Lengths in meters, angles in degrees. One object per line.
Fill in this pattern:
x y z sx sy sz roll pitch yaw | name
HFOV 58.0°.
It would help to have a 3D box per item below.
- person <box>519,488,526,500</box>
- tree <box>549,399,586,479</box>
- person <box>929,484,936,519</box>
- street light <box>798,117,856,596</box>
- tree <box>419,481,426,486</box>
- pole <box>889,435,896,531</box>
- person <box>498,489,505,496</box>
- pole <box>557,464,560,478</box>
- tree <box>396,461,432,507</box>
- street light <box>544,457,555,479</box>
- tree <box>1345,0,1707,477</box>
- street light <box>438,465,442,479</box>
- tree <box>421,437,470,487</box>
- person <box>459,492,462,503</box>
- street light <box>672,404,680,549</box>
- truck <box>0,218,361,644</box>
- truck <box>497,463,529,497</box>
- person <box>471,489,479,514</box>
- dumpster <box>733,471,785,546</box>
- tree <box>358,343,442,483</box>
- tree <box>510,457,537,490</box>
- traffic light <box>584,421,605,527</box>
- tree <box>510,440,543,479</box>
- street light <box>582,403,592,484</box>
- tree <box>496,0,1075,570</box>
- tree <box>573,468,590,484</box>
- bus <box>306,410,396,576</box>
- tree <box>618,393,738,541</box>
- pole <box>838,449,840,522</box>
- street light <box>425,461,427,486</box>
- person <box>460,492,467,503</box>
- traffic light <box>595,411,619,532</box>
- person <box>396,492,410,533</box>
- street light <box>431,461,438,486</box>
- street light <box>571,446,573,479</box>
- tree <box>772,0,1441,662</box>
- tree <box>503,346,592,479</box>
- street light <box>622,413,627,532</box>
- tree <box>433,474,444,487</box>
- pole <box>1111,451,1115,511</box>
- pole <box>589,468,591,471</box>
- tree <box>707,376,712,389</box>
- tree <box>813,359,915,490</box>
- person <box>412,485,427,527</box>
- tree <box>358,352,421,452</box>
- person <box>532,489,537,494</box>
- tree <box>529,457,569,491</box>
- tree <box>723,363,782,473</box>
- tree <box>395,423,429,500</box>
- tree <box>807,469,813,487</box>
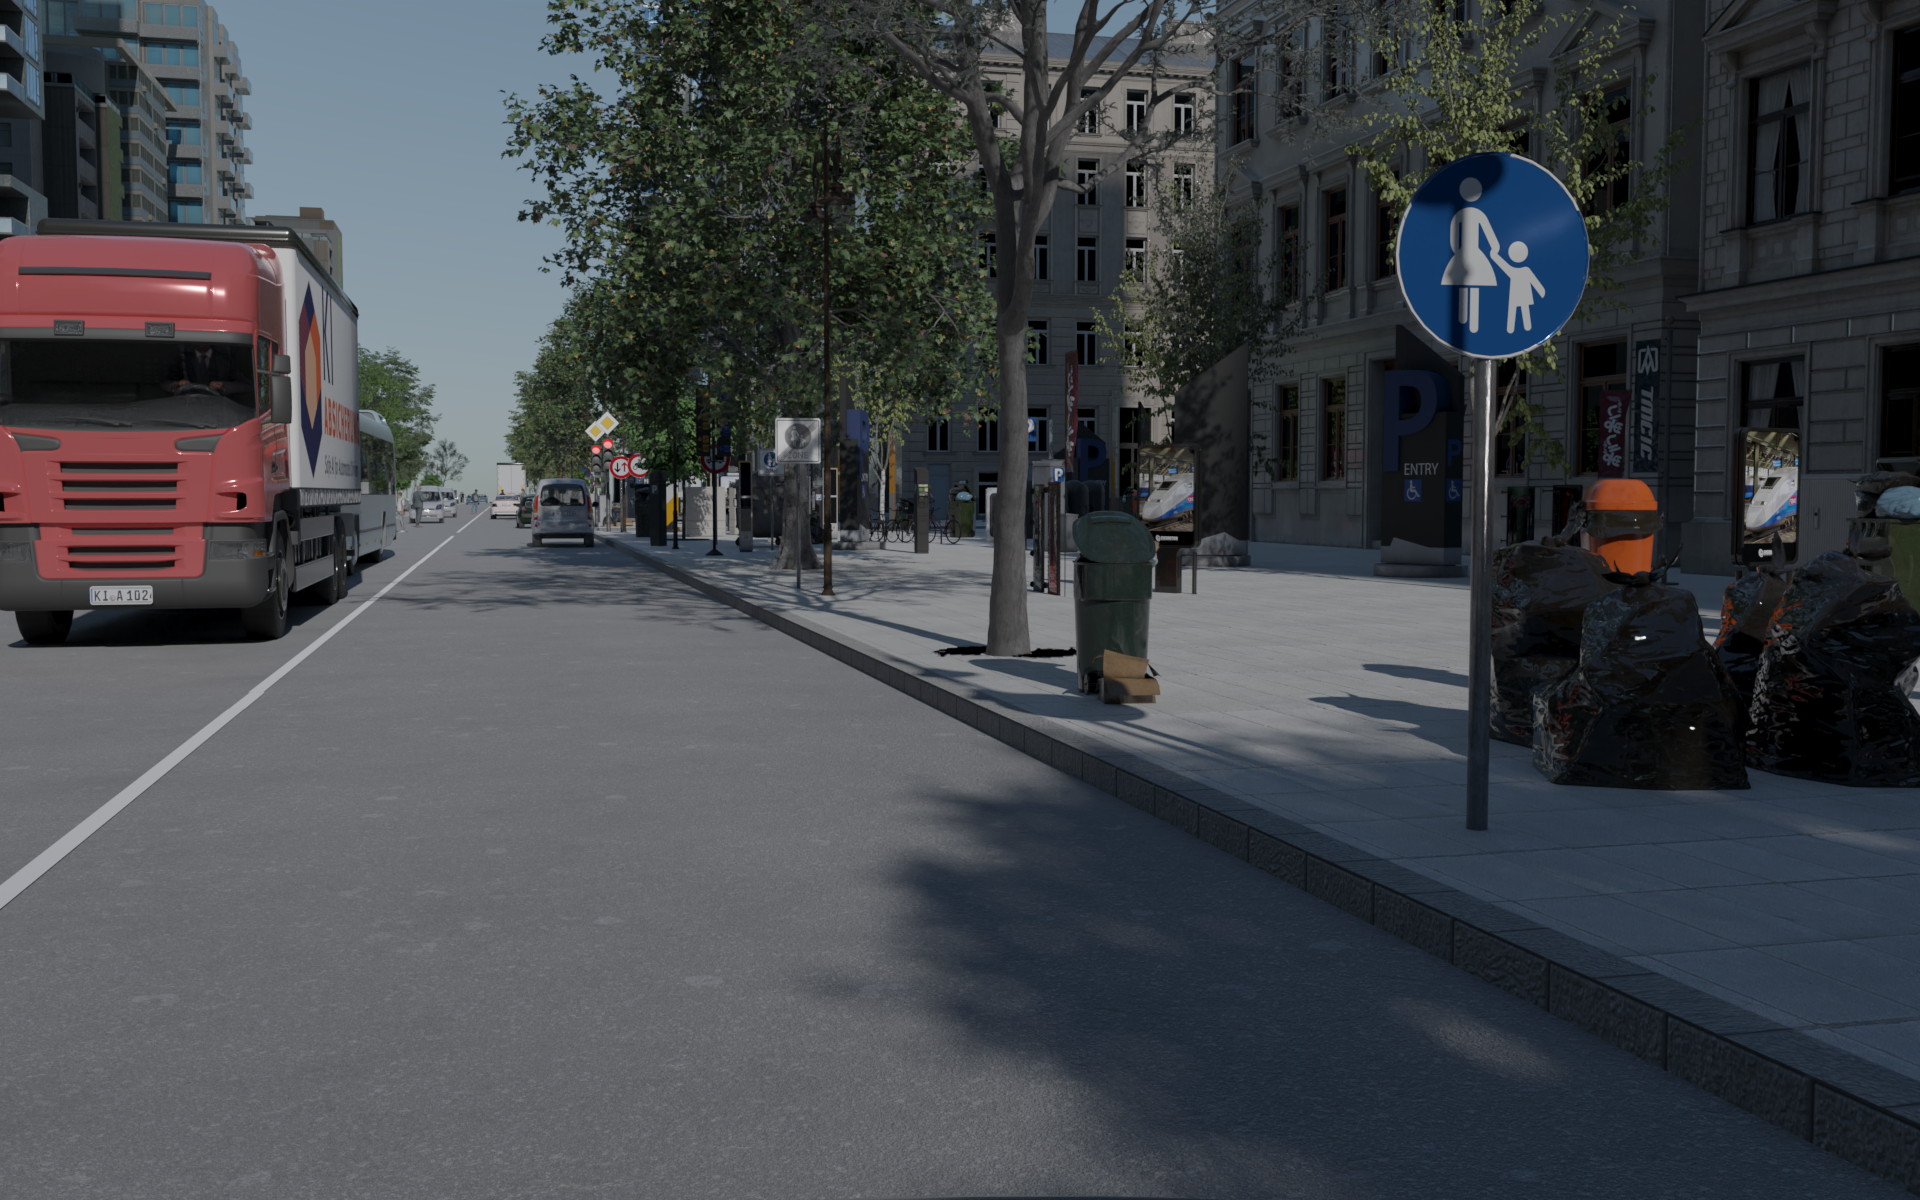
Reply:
-27.669 -6.139 109.145 0.573 1.790 0.520 1 4 17 | person
-24.991 -9.833 111.132 4.360 8.622 3.978 0 3 0 | tree
-1.078 -3.428 64.732 0.526 1.800 0.537 3 5 40 | person
-1.673 -2.995 21.759 0.468 5.910 1.993 -1 4 -15 | street light
-71.866 -14.469 231.174 1.663 3.219 1.824 0 3 0 | tree
-2.334 -4.033 59.790 0.158 3.312 0.155 0 3 0 | pole
-38.631 -8.434 146.362 0.705 1.831 1.348 3 5 43 | person
-26.460 -7.365 114.253 0.158 3.312 0.155 0 3 0 | pole
-55.261 -11.404 170.169 4.285 4.588 4.351 0 3 0 | tree
-37.046 -11.215 156.149 0.468 5.910 1.993 -1 4 -15 | street light
7.089 -4.425 22.712 4.737 8.622 4.395 0 3 0 | tree
-77.045 -17.290 255.472 0.468 5.910 1.993 -1 4 -15 | street light
-84.668 -21.334 283.217 8.767 10.594 7.601 -2 4 -30 | tree
-83.283 -17.170 289.219 1.348 1.826 0.705 3 4 37 | person
-6.628 -4.122 40.185 0.468 5.910 1.993 -1 4 -15 | street light
-8.713 -1.909 20.121 2.839 4.237 11.283 -1 4 -15 | truck
-41.280 -10.446 159.697 2.839 4.237 11.283 -1 4 -13 | truck
-34.633 -7.026 123.726 0.623 1.781 0.721 0 4 -2 | person
-4.799 -2.229 42.206 1.264 1.857 1.865 -1 4 -15 | dumpster
-49.308 -14.712 147.199 9.857 13.997 8.962 0 3 0 | tree
-69.525 -21.867 283.286 9.928 11.665 9.643 0 3 0 | tree
-14.015 -4.751 66.604 0.839 4.253 0.868 -1 4 -15 | traffic light
-49.660 -16.614 206.049 8.767 10.594 7.601 0 4 0 | tree
-17.688 -6.689 82.148 0.468 5.910 1.993 -1 4 -15 | street light
-2.876 -6.878 29.457 9.611 12.733 9.660 0 3 0 | tree
-25.373 -7.454 116.480 1.663 3.219 1.824 0 3 0 | tree
-12.513 -2.319 32.777 2.948 3.499 13.247 -1 4 -14 | bus
-7.773 -3.940 48.126 4.285 4.588 4.351 0 3 0 | tree
-5.424 -5.167 78.323 0.158 3.312 0.155 0 3 0 | pole
-67.242 -15.008 218.165 0.468 5.910 1.993 -1 4 -15 | street light
-81.181 -16.784 282.933 1.348 1.822 0.705 -3 5 -43 | person
-11.990 -4.279 58.879 0.839 4.253 0.868 -1 4 -15 | traffic light
-20.738 -3.255 64.322 0.503 1.515 0.523 1 4 20 | person
-72.067 -16.137 236.632 0.468 5.910 1.993 -1 4 -15 | street light
-22.610 -7.834 100.881 0.468 5.910 1.993 -1 4 -15 | street light
0.466 -6.296 13.302 12.009 13.543 11.850 0 3 0 | tree
-31.020 -13.125 132.728 7.486 12.596 7.792 0 3 0 | tree
-11.396 -5.252 58.660 0.468 5.910 1.993 -1 4 -15 | street light
-74.962 -16.020 245.635 4.285 4.588 4.351 0 3 0 | tree
7.221 -5.375 81.718 0.158 3.312 0.155 0 3 0 | pole
-27.641 -8.298 129.511 0.158 3.312 0.155 0 3 0 | pole
-13.681 -9.143 99.847 4.737 8.622 4.395 0 3 0 | tree
-3.459 -7.426 71.780 4.360 8.622 3.978 0 3 0 | tree
-23.285 -4.038 74.694 0.661 1.801 0.590 2 4 30 | person
-44.184 -12.395 128.419 9.928 11.665 9.643 0 3 0 | tree
-27.604 -6.341 112.448 0.793 1.790 0.793 2 4 31 | person
-58.679 -17.947 243.789 4.737 8.622 4.395 0 3 0 | tree
-8.494 -7.886 79.292 4.737 8.622 4.395 0 3 0 | tree
-58.437 -14.083 180.613 4.737 8.622 4.395 0 3 0 | tree
-6.517 -8.233 84.971 4.360 8.622 3.978 0 3 0 | tree
